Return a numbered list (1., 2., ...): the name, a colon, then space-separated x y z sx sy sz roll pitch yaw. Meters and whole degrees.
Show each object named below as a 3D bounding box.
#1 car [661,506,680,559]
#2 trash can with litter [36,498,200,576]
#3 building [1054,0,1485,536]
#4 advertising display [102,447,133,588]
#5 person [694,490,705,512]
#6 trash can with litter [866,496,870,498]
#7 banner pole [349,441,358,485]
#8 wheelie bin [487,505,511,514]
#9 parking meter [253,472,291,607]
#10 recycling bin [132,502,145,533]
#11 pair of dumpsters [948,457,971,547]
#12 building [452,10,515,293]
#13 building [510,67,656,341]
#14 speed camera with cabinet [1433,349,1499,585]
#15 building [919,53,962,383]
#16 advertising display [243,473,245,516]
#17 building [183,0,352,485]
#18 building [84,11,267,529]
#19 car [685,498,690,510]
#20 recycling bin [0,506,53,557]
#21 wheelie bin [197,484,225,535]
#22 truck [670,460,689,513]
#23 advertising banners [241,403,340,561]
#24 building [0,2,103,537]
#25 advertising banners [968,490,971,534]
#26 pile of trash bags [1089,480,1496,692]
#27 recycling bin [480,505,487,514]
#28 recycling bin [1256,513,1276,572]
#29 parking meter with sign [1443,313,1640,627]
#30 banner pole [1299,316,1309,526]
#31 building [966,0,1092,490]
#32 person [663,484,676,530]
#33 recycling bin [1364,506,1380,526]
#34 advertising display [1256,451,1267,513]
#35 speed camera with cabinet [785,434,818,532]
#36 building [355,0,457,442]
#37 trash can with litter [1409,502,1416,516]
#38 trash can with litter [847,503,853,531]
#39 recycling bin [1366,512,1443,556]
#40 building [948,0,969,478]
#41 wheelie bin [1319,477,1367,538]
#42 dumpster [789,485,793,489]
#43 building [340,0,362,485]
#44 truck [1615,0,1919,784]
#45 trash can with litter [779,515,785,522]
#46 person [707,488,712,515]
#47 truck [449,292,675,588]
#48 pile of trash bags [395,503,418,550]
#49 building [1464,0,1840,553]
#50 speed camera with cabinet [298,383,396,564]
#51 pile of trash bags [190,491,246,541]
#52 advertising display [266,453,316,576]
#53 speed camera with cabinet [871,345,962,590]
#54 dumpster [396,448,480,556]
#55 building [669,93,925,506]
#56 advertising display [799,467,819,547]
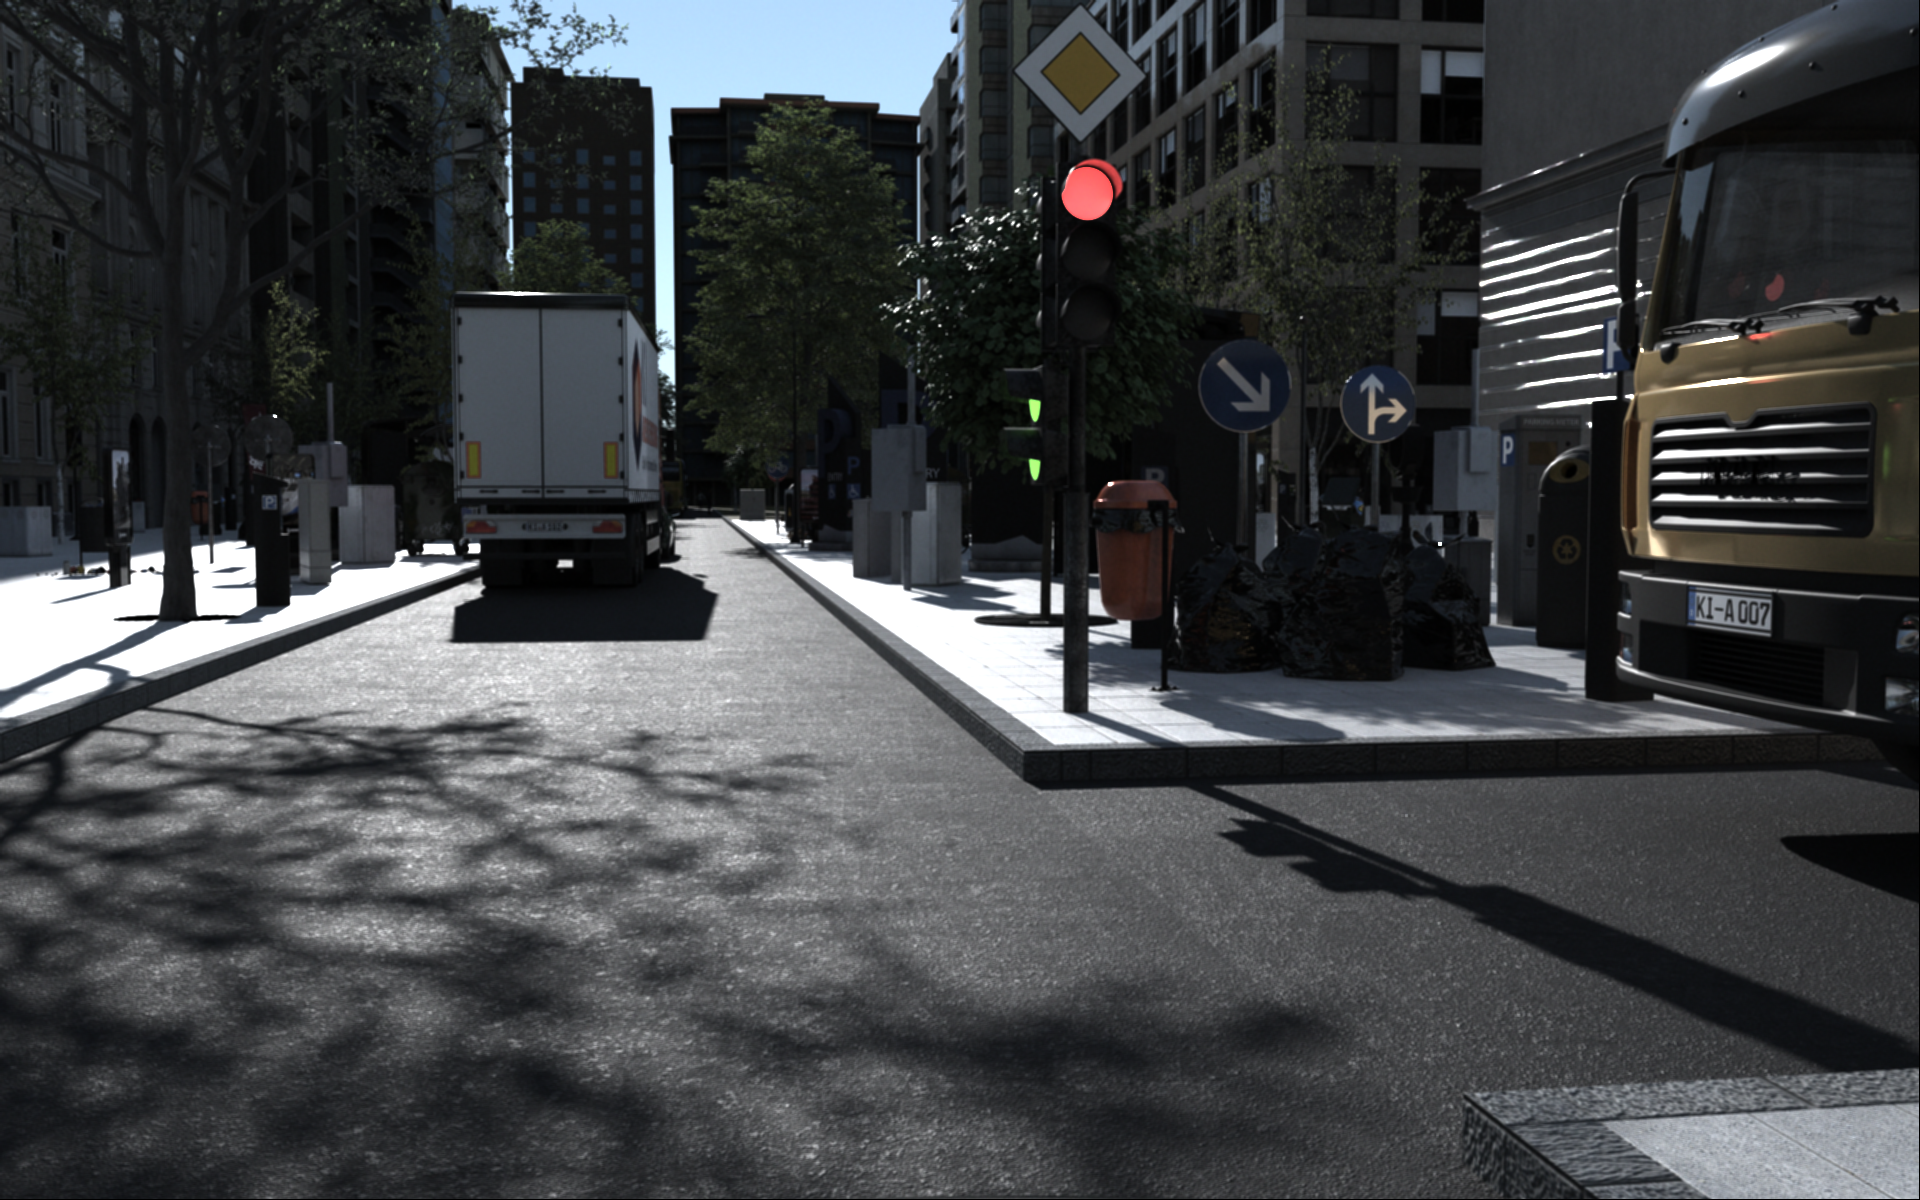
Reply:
1. car: -7.473 -1.692 39.462 2.131 1.459 4.920 0 4 -7
2. trash can with litter: -13.538 -1.034 27.962 2.233 1.210 1.678 -1 4 -12
3. building: 16.724 -16.289 70.835 19.350 26.468 34.151 -1 4 -9
4. advertising display: -11.693 -1.153 24.068 0.123 1.923 0.974 -1 4 -11
5. person: -21.104 -8.030 140.572 1.217 1.735 0.721 2 4 34
6. trash can with litter: -2.799 -2.583 53.296 1.678 1.210 2.233 -2 4 -28
7. banner pole: -28.470 -5.578 81.224 0.863 3.779 0.401 3 4 39
8. wheelie bin: -15.397 -3.047 57.719 0.980 1.594 0.693 1 4 11
9. parking meter: -7.889 -0.700 19.858 0.372 1.533 0.369 0 3 0
10. recycling bin: -27.487 -2.749 57.506 0.722 1.027 0.722 -2 4 -29
11. pair of dumpsters: -0.694 -2.524 43.763 1.574 2.255 4.437 -1 4 -9
12. building: -61.576 -36.703 189.327 27.495 52.752 28.713 -1 4 -9
13. building: -39.947 -32.779 186.055 14.200 45.320 14.600 -1 4 -9
14. speed camera with cabinet: 7.593 -1.822 24.134 2.038 3.252 0.660 -1 4 -23
15. building: 6.416 -34.989 195.775 21.600 48.544 21.300 -1 4 -9
16. advertising display: -20.714 -2.818 51.287 0.974 1.923 0.123 0 4 2
17. building: -39.447 -19.287 87.049 14.160 30.474 14.107 -1 4 -9
18. building: -36.321 -13.739 66.430 13.314 21.916 24.055 -1 4 -9
19. car: -25.565 -8.873 156.865 2.131 1.459 4.920 -1 4 -9
20. recycling bin: -19.172 -1.405 35.525 0.722 1.027 0.722 1 4 10
21. wheelie bin: -23.477 -2.824 54.084 0.980 1.594 0.693 -2 4 -29
22. truck: -21.819 -8.526 129.163 2.967 4.110 18.799 -1 4 -8
23. advertising banners: -12.801 -2.270 33.302 2.074 3.025 0.090 0 4 7
24. building: -32.372 -15.818 44.523 13.634 28.700 20.117 -1 4 -9
25. advertising banners: 0.883 -3.653 55.915 2.074 3.025 0.090 -2 4 -34
26. pile of trash bags: 2.231 -0.162 12.402 3.447 1.369 1.912 -3 5 -42
27. recycling bin: -17.828 -3.166 64.312 0.722 1.027 0.722 0 4 3
28. recycling bin: 3.803 -0.659 23.322 0.722 1.027 0.722 0 4 -6
29. parking meter with sign: 5.639 -1.262 16.902 1.738 3.016 0.543 0 4 -7
30. banner pole: 4.885 -2.120 24.682 0.401 3.779 0.863 1 4 11
31. building: 7.214 -26.103 110.382 14.154 41.232 14.086 -1 4 -9
32. person: -11.558 -3.627 67.762 0.822 1.834 0.622 1 4 9
33. recycling bin: 8.735 -1.551 37.920 0.722 1.027 0.722 0 4 -6
34. advertising display: 4.147 -1.256 25.745 0.974 1.923 0.123 -2 4 -32
35. speed camera with cabinet: -5.225 -3.883 57.824 0.660 3.252 2.038 -2 4 -28
36. building: -47.290 -29.604 134.133 14.200 45.320 14.600 -1 4 -9
37. trash can with litter: 13.420 -2.434 50.848 1.678 1.210 2.233 2 4 25
38. trash can with litter: -2.139 -1.596 37.485 0.624 1.170 1.055 0 4 -5
39. recycling bin: 5.342 -0.501 20.745 0.722 1.027 0.722 2 4 28
40. building: 7.599 -50.121 132.153 22.319 86.520 31.000 -1 4 -9
41. wheelie bin: 7.268 -1.526 32.866 0.980 1.594 0.693 3 4 39
42. dumpster: -7.541 -4.692 82.474 1.264 1.857 1.865 -1 4 -9
43. building: -45.157 -40.624 102.461 20.563 71.187 20.611 -1 4 -9
44. truck: 7.115 -0.704 7.435 9.791 3.379 3.469 0 4 -7
45. trash can with litter: -7.949 -4.232 80.585 1.055 1.170 0.624 1 4 13
46. person: -17.326 -6.818 120.002 0.705 1.821 1.348 -1 4 -10
47. truck: -6.528 -2.501 29.805 2.839 4.237 11.283 0 4 -7
48. pile of trash bags: -13.687 -1.813 39.392 1.912 1.369 3.447 0 4 3
49. building: 23.840 -11.764 34.138 24.055 21.916 13.314 -1 4 -9
50. speed camera with cabinet: -11.163 -2.277 31.567 0.660 3.252 2.038 1 4 18
51. pile of trash bags: -19.719 -2.367 48.456 3.447 1.369 1.912 -2 4 -28
52. advertising display: -10.534 -1.352 27.318 0.123 1.923 0.974 1 4 20
53. speed camera with cabinet: -0.585 -1.805 23.854 0.660 3.252 2.038 1 4 20
54. dumpster: -10.959 -2.075 36.426 1.502 2.255 1.985 -1 4 -9
55. building: -19.126 -32.904 192.601 28.867 44.769 22.147 -1 4 -9
56. advertising display: -3.379 -2.229 41.663 0.974 1.923 0.123 1 4 10
